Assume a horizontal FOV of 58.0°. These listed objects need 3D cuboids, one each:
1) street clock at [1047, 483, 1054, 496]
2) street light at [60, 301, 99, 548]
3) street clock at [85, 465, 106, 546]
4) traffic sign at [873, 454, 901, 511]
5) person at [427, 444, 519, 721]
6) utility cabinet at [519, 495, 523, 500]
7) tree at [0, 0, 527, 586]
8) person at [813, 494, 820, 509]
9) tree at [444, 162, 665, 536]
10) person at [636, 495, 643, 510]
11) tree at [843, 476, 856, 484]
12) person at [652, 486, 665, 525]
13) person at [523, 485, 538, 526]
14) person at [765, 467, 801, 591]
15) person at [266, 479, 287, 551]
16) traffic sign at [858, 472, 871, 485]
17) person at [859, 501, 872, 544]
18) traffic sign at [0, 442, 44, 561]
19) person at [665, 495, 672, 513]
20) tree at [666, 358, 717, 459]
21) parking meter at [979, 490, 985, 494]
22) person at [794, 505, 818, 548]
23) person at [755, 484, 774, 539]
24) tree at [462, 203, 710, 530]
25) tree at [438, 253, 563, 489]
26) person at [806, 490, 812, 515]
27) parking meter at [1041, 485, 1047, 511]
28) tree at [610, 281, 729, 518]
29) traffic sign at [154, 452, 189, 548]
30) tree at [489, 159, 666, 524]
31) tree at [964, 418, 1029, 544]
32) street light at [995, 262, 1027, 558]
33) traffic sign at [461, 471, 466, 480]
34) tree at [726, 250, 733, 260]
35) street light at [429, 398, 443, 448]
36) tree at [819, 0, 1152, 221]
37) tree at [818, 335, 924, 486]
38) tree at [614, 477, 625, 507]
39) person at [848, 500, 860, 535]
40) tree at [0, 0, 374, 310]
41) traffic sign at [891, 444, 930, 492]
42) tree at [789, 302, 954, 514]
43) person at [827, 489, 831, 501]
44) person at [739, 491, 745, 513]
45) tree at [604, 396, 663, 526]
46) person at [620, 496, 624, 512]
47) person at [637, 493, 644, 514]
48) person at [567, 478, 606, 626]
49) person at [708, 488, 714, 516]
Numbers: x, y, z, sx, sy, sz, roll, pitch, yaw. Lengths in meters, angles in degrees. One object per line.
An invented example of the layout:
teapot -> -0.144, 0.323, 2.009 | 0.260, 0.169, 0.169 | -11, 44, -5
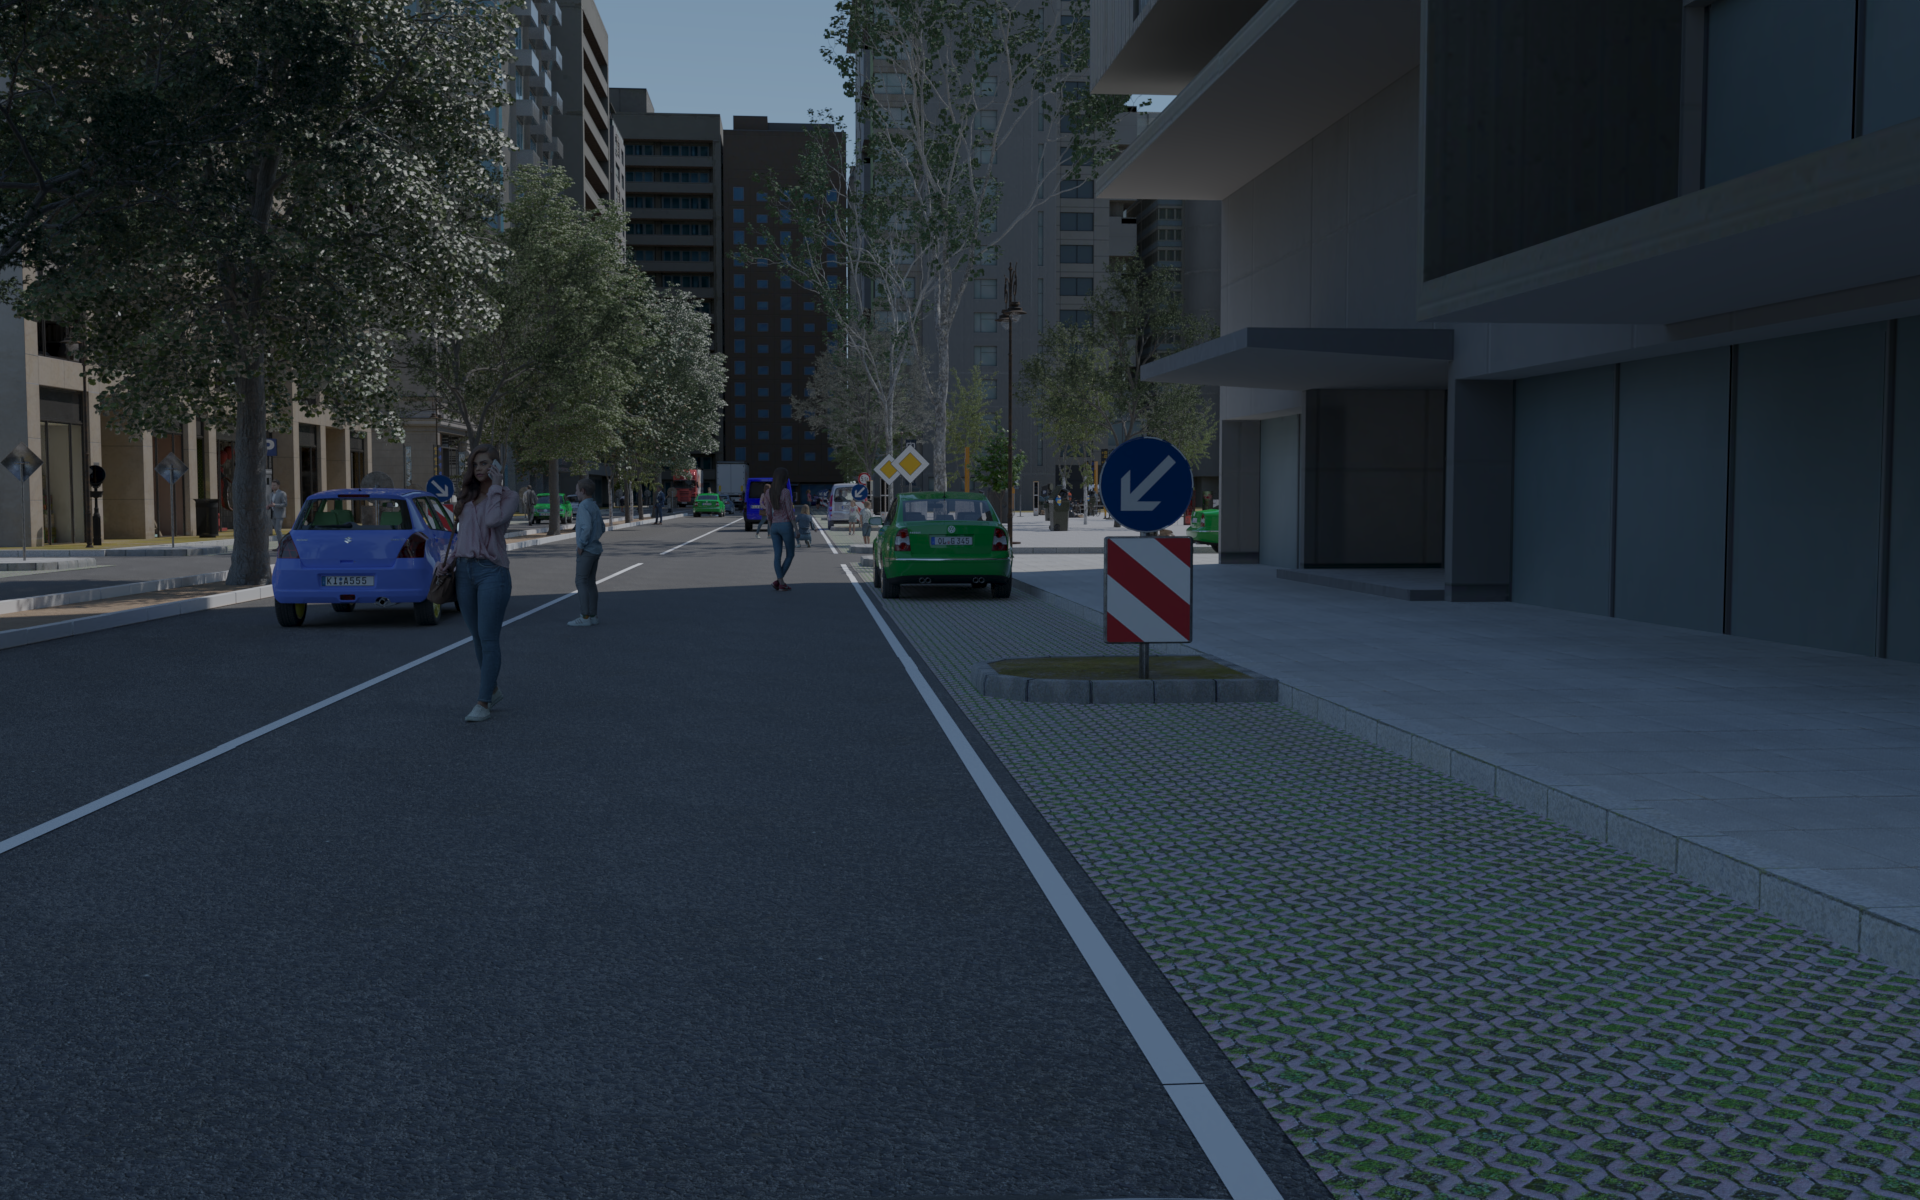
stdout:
street clock -> 5.983, -6.746, 114.863 | 0.358, 2.002, 0.471 | 3, 4, 36
street light -> -20.816, -4.187, 41.244 | 0.468, 5.910, 1.993 | 0, 4, -5
street clock -> -21.528, -2.361, 43.166 | 0.471, 2.002, 0.358 | -2, 4, -24
traffic sign -> -1.752, -2.397, 42.840 | 0.795, 2.450, 0.064 | 0, 4, -5
person -> -3.058, -0.125, 11.138 | 0.593, 1.750, 0.643 | 1, 4, 22
utility cabinet -> -28.702, -6.439, 113.950 | 0.318, 1.500, 1.173 | 0, 4, -2
tree -> -11.207, -7.208, 26.959 | 9.857, 13.997, 8.962 | 0, 3, 0
person -> -12.463, -8.496, 150.640 | 0.697, 1.427, 0.421 | 2, 4, 35
tree -> -14.062, -8.494, 59.456 | 7.486, 12.596, 7.792 | 0, 3, 0
person -> -28.613, -8.924, 154.280 | 0.709, 1.838, 0.599 | 1, 4, 16
tree -> -10.364, -10.017, 158.385 | 1.663, 3.219, 1.824 | 0, 3, 0
person -> -14.103, -4.434, 81.174 | 0.721, 1.800, 0.419 | 3, 5, 43
person -> -19.351, -4.248, 78.056 | 0.679, 1.850, 0.850 | 0, 4, -3
person -> -2.610, -1.046, 25.610 | 0.555, 1.821, 0.388 | 1, 4, 21
person -> -17.198, -2.126, 43.454 | 0.606, 1.804, 0.583 | 2, 4, 24
traffic sign -> -5.631, -6.243, 102.182 | 0.768, 2.556, 0.104 | 0, 4, -1
person -> -2.499, -1.993, 45.776 | 0.332, 1.250, 0.352 | 1, 4, 14
traffic sign -> -18.024, -1.815, 33.314 | 0.795, 2.450, 0.064 | 0, 4, -5
person -> -22.179, -7.502, 131.873 | 0.721, 1.735, 1.217 | 2, 4, 26
tree -> -15.929, -8.941, 83.047 | 8.767, 10.594, 7.601 | 0, 4, -5
parking meter -> 1.458, -6.543, 115.384 | 0.372, 1.533, 0.369 | 0, 3, 0
person -> -4.298, -1.989, 46.511 | 1.012, 1.151, 0.738 | -1, 4, -10
person -> -6.289, -2.861, 55.861 | 0.643, 1.750, 0.593 | 3, 5, 40
tree -> -14.835, -9.088, 68.050 | 9.611, 12.733, 9.660 | 0, 3, 0
tree -> -13.712, -6.035, 51.491 | 4.360, 8.622, 3.978 | 0, 3, 0
person -> -10.472, -6.842, 121.083 | 0.721, 1.743, 1.217 | 0, 4, 2
parking meter -> 5.331, -6.366, 109.794 | 0.399, 1.863, 0.255 | 0, 4, -4
tree -> -18.308, -11.928, 104.141 | 9.857, 13.997, 8.962 | 0, 3, 0
traffic sign -> -18.773, -2.301, 41.264 | 0.795, 2.450, 0.064 | 0, 4, -5
tree -> -12.484, -6.615, 45.018 | 8.767, 10.594, 7.601 | 0, 4, -5
tree -> 0.916, -3.050, 44.464 | 1.663, 3.219, 1.824 | 0, 3, 0
street light -> 1.006, -3.785, 34.677 | 0.468, 5.910, 1.993 | 0, 4, -5
traffic sign -> -24.870, -5.357, 87.699 | 0.768, 2.556, 0.104 | 0, 4, -5
tree -> -4.824, -14.103, 86.478 | 12.611, 20.169, 13.585 | 0, 3, 0
street light -> -24.538, -6.637, 81.307 | 0.468, 5.910, 1.993 | 0, 4, -5
tree -> -0.018, -12.065, 53.155 | 12.611, 20.169, 13.585 | 0, 3, 0
tree -> -6.365, -12.511, 122.680 | 7.486, 12.596, 7.792 | 0, 3, 0
tree -> -34.695, -11.102, 176.116 | 1.663, 3.219, 1.824 | 0, 3, 0
person -> -3.642, -2.837, 59.906 | 0.505, 1.210, 0.382 | 1, 4, 17
tree -> -10.000, -4.941, 17.658 | 8.767, 10.594, 7.601 | 0, 4, -5
traffic sign -> -1.003, -1.911, 34.890 | 0.795, 2.450, 0.064 | 0, 4, -5
tree -> -5.798, -12.263, 110.866 | 12.009, 13.543, 11.850 | 0, 3, 0
person -> -10.556, -8.044, 140.028 | 0.705, 1.823, 1.348 | -1, 4, -21
person -> -16.706, -7.533, 133.135 | 0.593, 1.643, 0.415 | -1, 4, -13
tree -> -15.529, -7.587, 76.859 | 4.737, 8.622, 4.395 | 0, 3, 0
person -> -26.362, -7.596, 135.887 | 0.628, 1.438, 0.799 | 0, 4, 1
person -> -23.418, -7.257, 126.776 | 0.705, 1.869, 1.348 | -2, 4, -24
person -> -4.094, -0.533, 19.023 | 0.330, 1.601, 0.589 | 1, 4, 16
person -> -16.082, -6.317, 111.556 | 0.659, 1.850, 0.755 | 1, 4, 10
